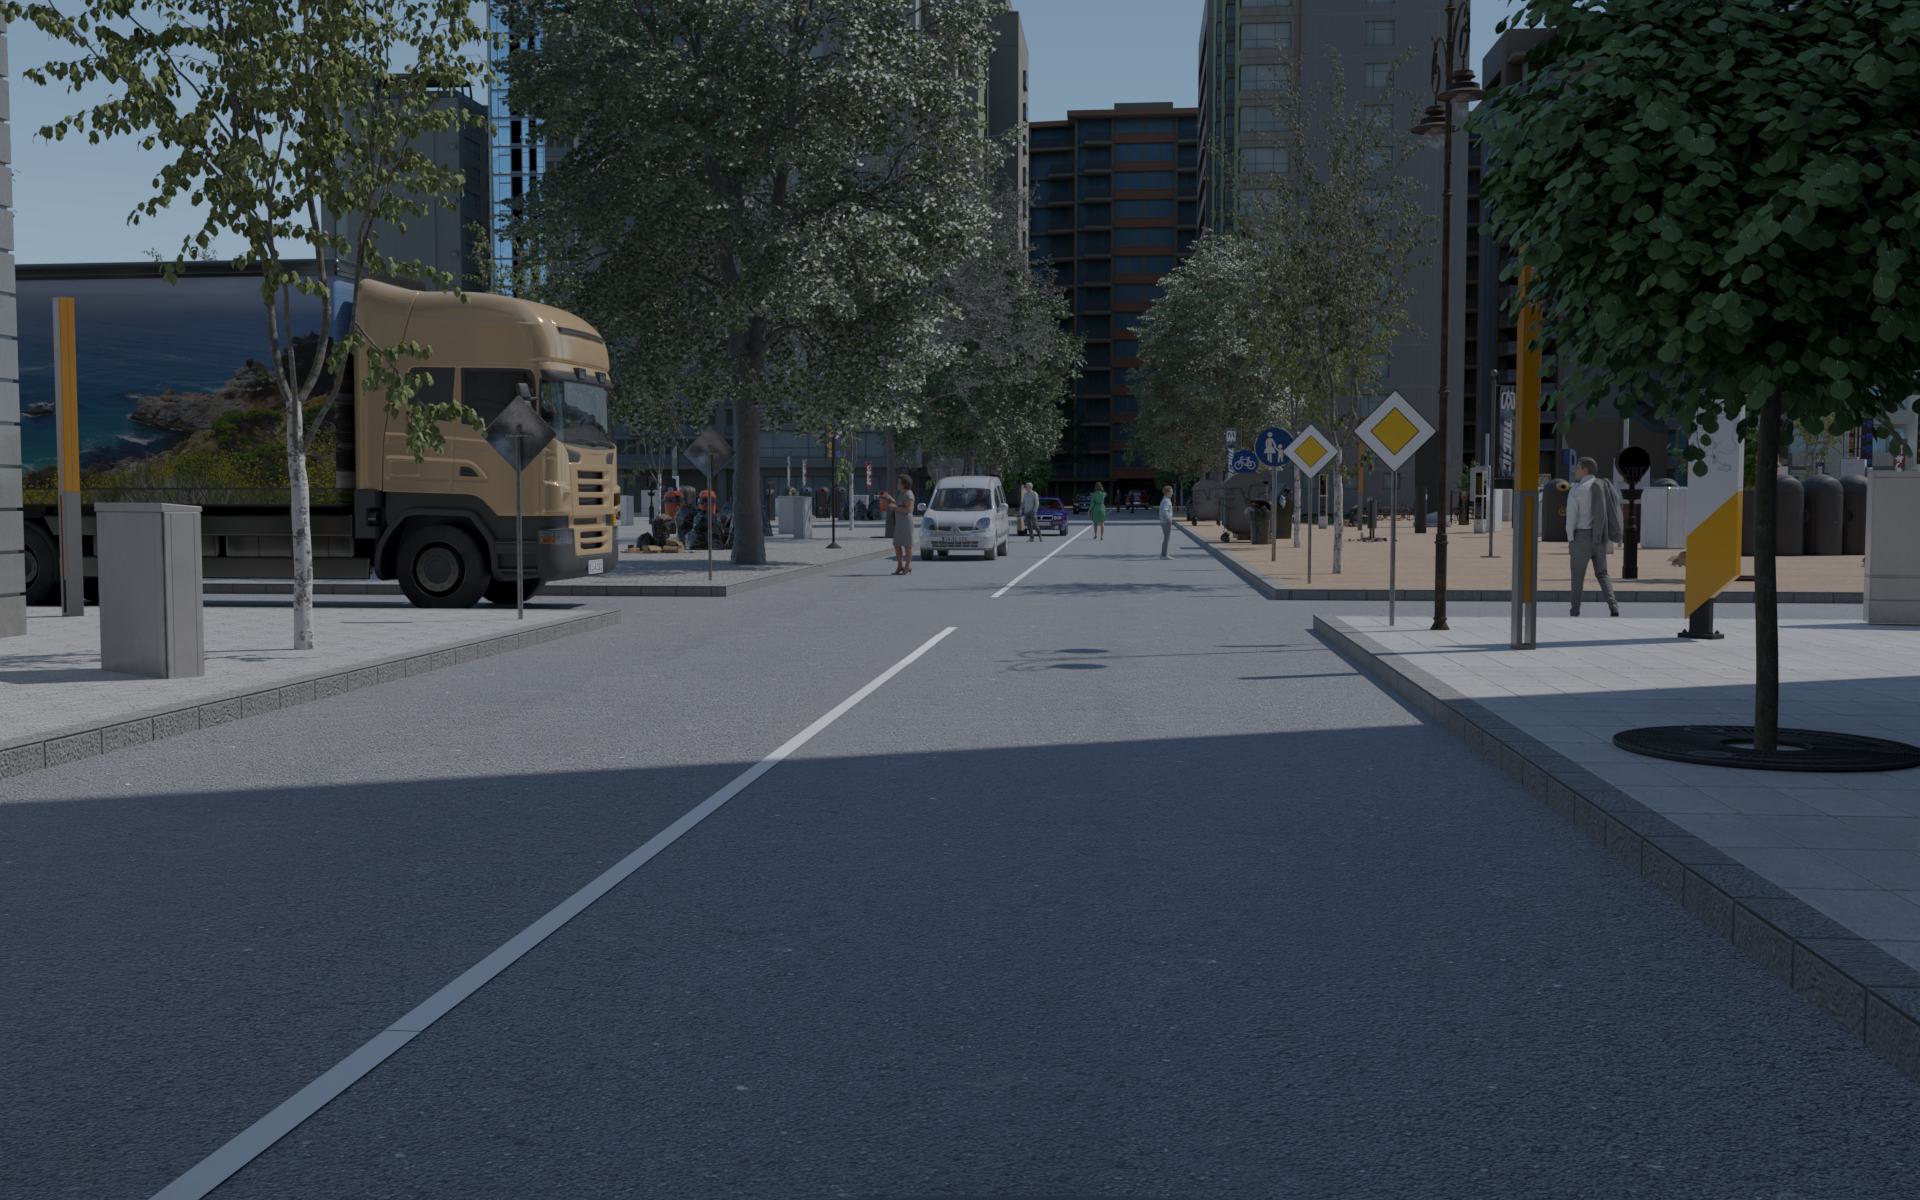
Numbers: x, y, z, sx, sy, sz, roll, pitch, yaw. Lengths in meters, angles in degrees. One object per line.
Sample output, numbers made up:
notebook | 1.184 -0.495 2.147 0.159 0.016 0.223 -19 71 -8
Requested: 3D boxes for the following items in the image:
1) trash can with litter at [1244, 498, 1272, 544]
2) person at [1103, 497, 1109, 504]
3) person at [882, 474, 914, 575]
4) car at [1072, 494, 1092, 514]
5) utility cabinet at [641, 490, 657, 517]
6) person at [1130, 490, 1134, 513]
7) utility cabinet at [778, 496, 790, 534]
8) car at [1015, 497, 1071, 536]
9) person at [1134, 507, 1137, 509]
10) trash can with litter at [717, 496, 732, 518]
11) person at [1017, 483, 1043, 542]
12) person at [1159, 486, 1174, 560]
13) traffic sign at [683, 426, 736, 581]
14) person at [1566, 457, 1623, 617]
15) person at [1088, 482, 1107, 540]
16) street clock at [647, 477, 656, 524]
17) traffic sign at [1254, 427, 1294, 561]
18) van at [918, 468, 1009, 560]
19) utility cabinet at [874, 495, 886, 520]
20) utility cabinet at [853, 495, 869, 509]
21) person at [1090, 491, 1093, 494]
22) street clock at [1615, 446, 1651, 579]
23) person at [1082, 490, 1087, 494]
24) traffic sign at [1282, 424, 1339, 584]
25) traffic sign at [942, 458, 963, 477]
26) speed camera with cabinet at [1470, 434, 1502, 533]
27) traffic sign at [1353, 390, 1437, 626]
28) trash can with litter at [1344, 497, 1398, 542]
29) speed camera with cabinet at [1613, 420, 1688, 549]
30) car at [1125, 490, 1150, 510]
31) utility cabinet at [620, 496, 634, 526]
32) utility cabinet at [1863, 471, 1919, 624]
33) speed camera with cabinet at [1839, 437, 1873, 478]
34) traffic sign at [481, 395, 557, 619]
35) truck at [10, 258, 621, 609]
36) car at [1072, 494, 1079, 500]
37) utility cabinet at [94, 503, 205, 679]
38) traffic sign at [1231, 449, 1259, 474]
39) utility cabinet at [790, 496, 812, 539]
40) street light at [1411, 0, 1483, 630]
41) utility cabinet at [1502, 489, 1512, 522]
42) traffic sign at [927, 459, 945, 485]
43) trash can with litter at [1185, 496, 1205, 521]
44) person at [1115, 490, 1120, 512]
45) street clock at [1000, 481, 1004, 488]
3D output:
trash can with litter | 7.670 -2.005 44.171 0.624 1.170 1.055 2 4 25
person | 12.534 -8.587 152.156 1.065 1.426 0.557 0 4 -6
person | -1.102 -1.332 30.643 0.532 1.782 0.716 -1 4 -20
car | 9.028 -6.981 123.923 2.009 1.686 4.222 0 4 7
utility cabinet | -17.205 -5.382 96.668 1.173 1.500 0.318 2 4 24
person | 12.704 -7.257 128.073 0.530 1.710 0.541 2 4 33
utility cabinet | -5.370 -2.705 55.395 1.020 1.237 0.306 3 5 42
car | 2.903 -2.932 60.512 1.945 1.354 3.894 0 4 4
person | 16.735 -9.540 165.214 1.217 1.736 0.721 1 4 10
trash can with litter | -12.458 -5.043 93.505 2.233 1.210 1.678 2 4 25
person | 2.065 -2.617 51.767 0.782 1.767 0.515 3 5 40
person | 4.499 -1.674 37.686 0.330 1.601 0.589 1 4 8
traffic sign | -3.701 -1.345 25.628 0.795 2.450 0.064 0 4 6
person | 6.860 -0.620 18.742 0.679 1.850 0.850 -1 4 -16
person | 4.320 -2.772 54.073 0.600 1.795 0.529 -1 4 -14
street clock | -13.024 -4.193 73.122 0.358 2.002 0.471 -2 4 -34
traffic sign | 5.998 -2.015 33.044 0.768 2.556 0.104 1 4 13
van | 0.130 -1.946 38.830 2.013 2.044 4.112 0 4 7
utility cabinet | -3.760 -4.601 86.390 1.020 1.237 0.306 0 4 4
utility cabinet | -5.603 -5.232 96.711 1.020 1.237 0.306 2 4 28
person | 12.810 -9.836 170.113 0.721 1.735 1.217 2 4 25
street clock | 10.166 -1.325 26.226 0.471 2.002 0.358 0 4 7
person | 11.401 -9.199 158.931 1.348 1.821 0.705 -1 4 -19
traffic sign | 4.997 -1.290 24.737 0.795 2.450 0.064 0 4 6
traffic sign | -0.268 -3.729 61.069 0.768 2.556 0.104 1 4 12
speed camera with cabinet | 17.521 -3.873 57.658 0.660 3.252 2.038 2 4 31
traffic sign | 4.199 -0.804 16.792 0.795 2.450 0.064 0 4 6
trash can with litter | 10.998 -2.193 46.906 1.678 1.210 2.233 1 4 22
speed camera with cabinet | 16.372 -2.859 41.076 0.660 3.252 2.038 -1 4 -16
car | 16.322 -9.229 159.561 2.281 1.827 5.304 0 4 6
utility cabinet | -13.510 -3.617 70.298 0.306 1.237 1.020 -2 4 -25
utility cabinet | 9.507 -0.503 16.896 1.173 1.500 0.318 1 4 17
speed camera with cabinet | 22.085 -2.970 42.901 0.660 3.252 2.038 2 4 31
traffic sign | -4.499 -0.859 17.683 0.795 2.450 0.064 0 4 6
truck | -9.442 -2.029 22.092 11.283 4.237 2.839 0 4 7
car | 10.261 -8.094 142.561 2.015 1.641 3.980 0 4 5
utility cabinet | -5.789 -0.075 12.389 1.020 1.237 0.306 3 5 40
traffic sign | 8.109 -3.012 49.357 0.768 2.556 0.104 0 4 8
utility cabinet | -4.526 -2.372 49.949 0.306 1.237 1.020 1 4 10
street light | 4.541 -2.656 16.209 0.468 5.910 1.993 0 4 6
utility cabinet | 24.916 -4.348 79.771 0.318 1.500 1.173 -2 4 -33
traffic sign | -0.817 -3.853 63.099 0.768 2.556 0.104 1 4 11
trash can with litter | 11.149 -4.298 81.658 1.055 1.170 0.624 2 4 27
person | 12.273 -7.696 134.874 0.434 1.755 0.990 0 4 -3
street clock | 2.203 -5.456 93.781 0.358 2.002 0.471 -1 4 -11
